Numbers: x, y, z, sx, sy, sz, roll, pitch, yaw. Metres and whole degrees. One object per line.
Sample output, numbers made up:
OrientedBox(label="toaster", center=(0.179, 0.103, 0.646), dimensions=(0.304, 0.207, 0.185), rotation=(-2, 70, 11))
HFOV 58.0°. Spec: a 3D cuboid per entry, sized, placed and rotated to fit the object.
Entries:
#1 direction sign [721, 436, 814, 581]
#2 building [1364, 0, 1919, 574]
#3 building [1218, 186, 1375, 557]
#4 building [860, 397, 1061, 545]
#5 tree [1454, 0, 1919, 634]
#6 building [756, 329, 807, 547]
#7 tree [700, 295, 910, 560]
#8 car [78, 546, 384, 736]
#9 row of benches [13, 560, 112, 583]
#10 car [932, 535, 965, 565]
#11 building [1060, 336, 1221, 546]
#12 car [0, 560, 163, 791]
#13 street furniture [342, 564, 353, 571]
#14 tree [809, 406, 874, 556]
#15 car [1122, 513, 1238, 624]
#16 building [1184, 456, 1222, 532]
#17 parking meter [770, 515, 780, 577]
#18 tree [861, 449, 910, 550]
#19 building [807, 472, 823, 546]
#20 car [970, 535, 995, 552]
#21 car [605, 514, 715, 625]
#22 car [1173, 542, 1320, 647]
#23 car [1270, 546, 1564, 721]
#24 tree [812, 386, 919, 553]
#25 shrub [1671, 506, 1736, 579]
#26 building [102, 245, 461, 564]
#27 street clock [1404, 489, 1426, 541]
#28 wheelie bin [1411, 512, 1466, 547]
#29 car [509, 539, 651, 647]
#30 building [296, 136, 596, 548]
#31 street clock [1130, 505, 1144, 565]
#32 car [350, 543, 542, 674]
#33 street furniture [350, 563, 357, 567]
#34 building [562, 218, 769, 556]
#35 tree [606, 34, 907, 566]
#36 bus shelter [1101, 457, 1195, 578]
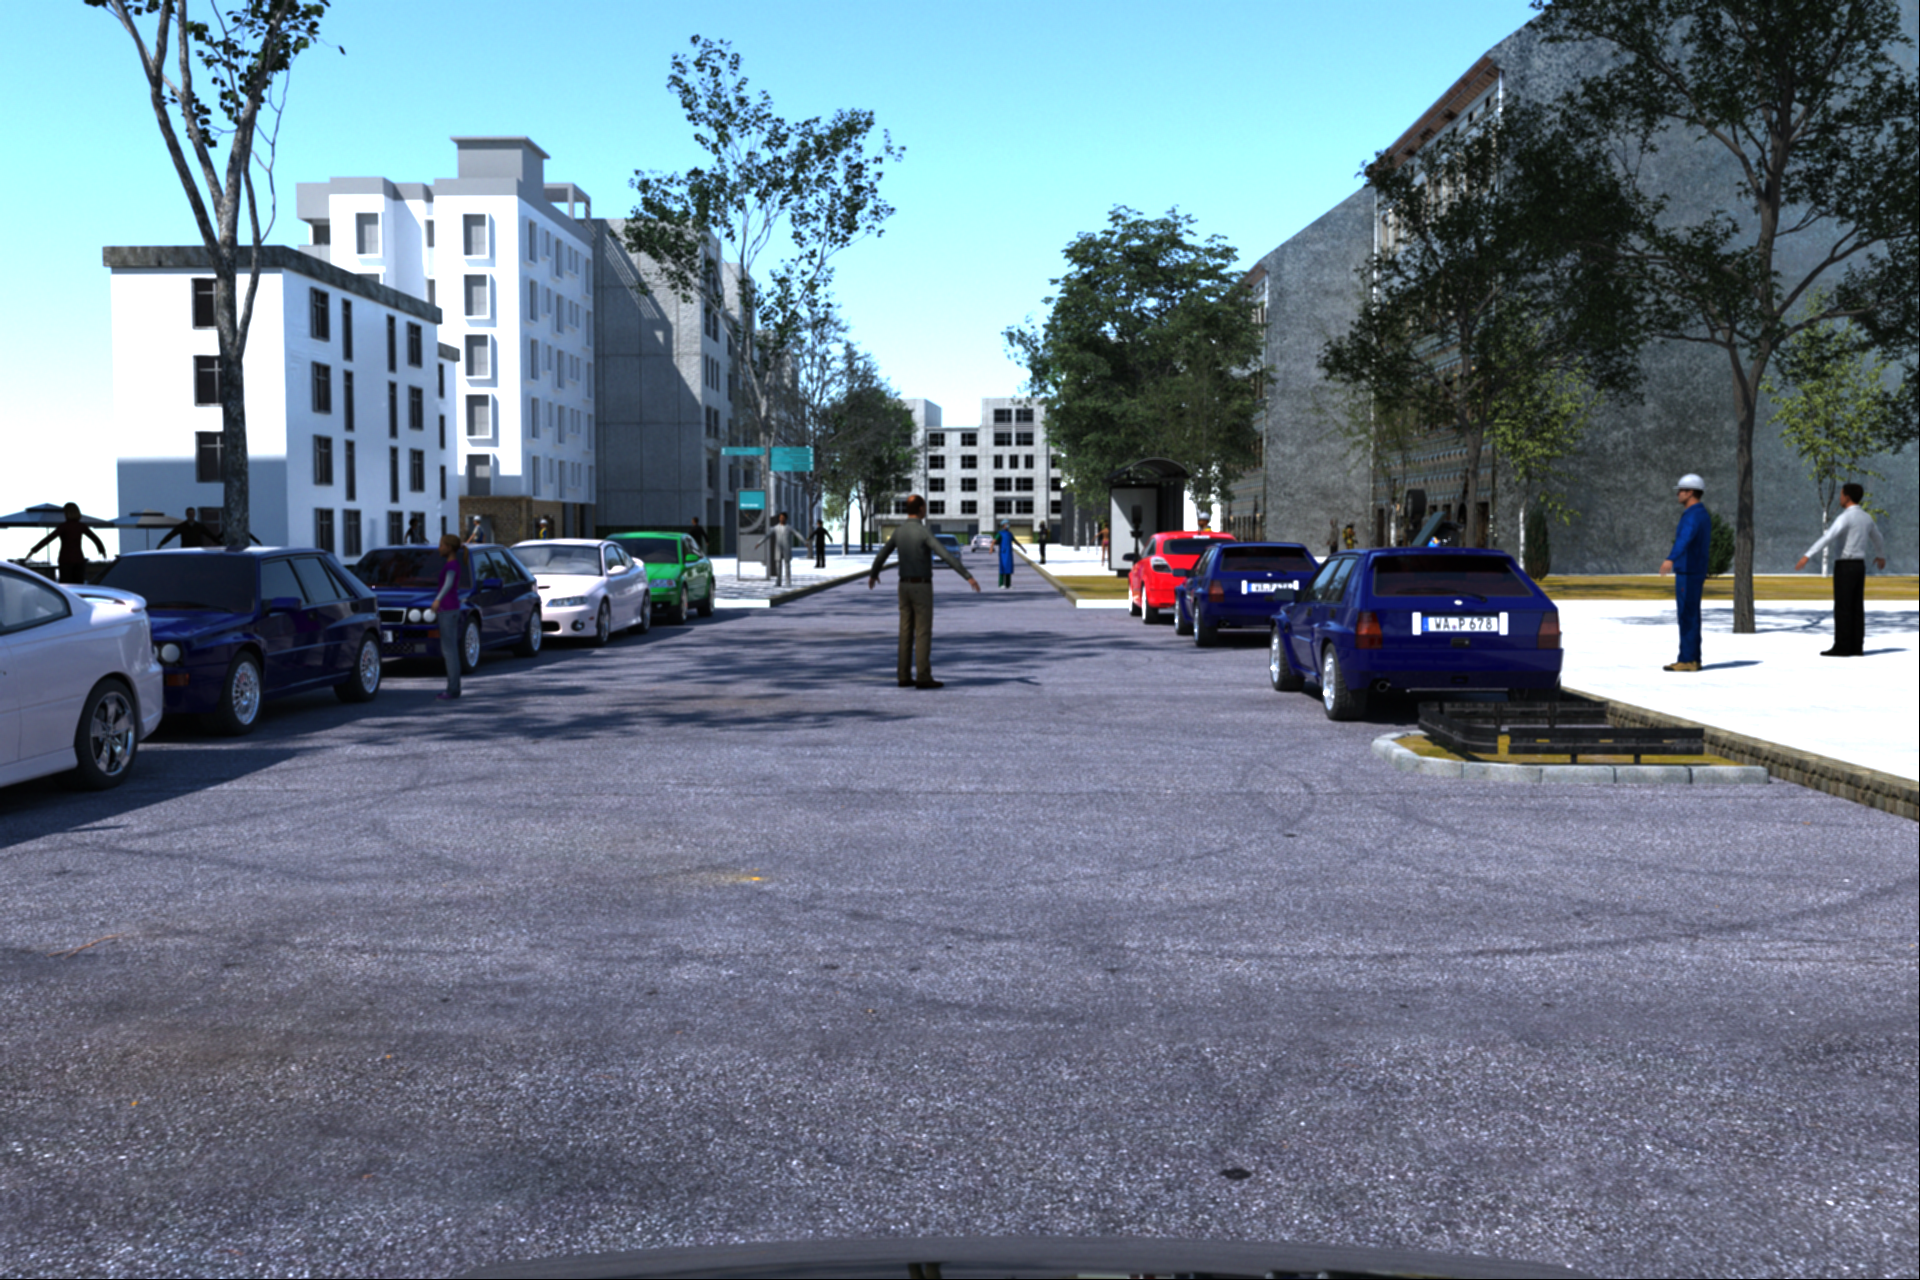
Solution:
OrientedBox(label="direction sign", center=(-5.249, -3.625, 48.024), dimensions=(2.525, 3.948, 1.411), rotation=(0, 4, 2))
OrientedBox(label="building", center=(26.415, -14.216, 63.358), dimensions=(19.493, 23.208, 18.063), rotation=(0, 4, 1))
OrientedBox(label="building", center=(26.344, -16.752, 104.827), dimensions=(19.493, 23.208, 18.063), rotation=(0, 4, 1))
OrientedBox(label="building", center=(3.733, -22.124, 230.645), dimensions=(31.486, 18.905, 16.747), rotation=(0, 4, 7))
OrientedBox(label="tree", center=(9.816, -5.360, 22.048), dimensions=(7.601, 10.594, 8.767), rotation=(-1, 4, -14))
OrientedBox(label="building", center=(-24.474, -18.290, 165.501), dimensions=(16.747, 18.905, 31.486), rotation=(0, 4, 0))
OrientedBox(label="tree", center=(-7.529, -10.840, 87.601), dimensions=(12.009, 13.543, 11.850), rotation=(0, 3, 0))
OrientedBox(label="car", center=(-5.908, -0.057, 13.517), dimensions=(1.945, 1.354, 3.894), rotation=(0, 4, 1))
OrientedBox(label="row of benches", center=(-21.969, -1.562, 41.006), dimensions=(4.104, 0.672, 1.422), rotation=(-1, 4, -15))
OrientedBox(label="car", center=(-0.795, -3.735, 73.074), dimensions=(2.014, 1.417, 4.499), rotation=(0, 4, 1))
OrientedBox(label="building", center=(25.187, -21.452, 194.715), dimensions=(27.936, 21.610, 32.646), rotation=(0, 4, 1))
OrientedBox(label="car", center=(-5.710, 0.241, 8.421), dimensions=(2.083, 1.381, 4.827), rotation=(0, 4, 1))
OrientedBox(label="street furniture", center=(-13.225, -1.531, 40.666), dimensions=(5.734, 0.657, 10.072), rotation=(3, 4, 38))
OrientedBox(label="tree", center=(-6.635, -9.112, 99.336), dimensions=(4.360, 8.622, 3.978), rotation=(0, 3, 0))
OrientedBox(label="car", center=(3.828, -1.217, 28.936), dimensions=(2.155, 1.783, 4.494), rotation=(0, 4, 1))
OrientedBox(label="building", center=(25.016, -13.327, 160.038), dimensions=(9.099, 9.664, 28.070), rotation=(0, 4, 1))
OrientedBox(label="parking meter", center=(-5.639, -2.844, 52.206), dimensions=(0.399, 1.863, 0.255), rotation=(0, 4, 1))
OrientedBox(label="tree", center=(-6.501, -11.531, 138.895), dimensions=(4.360, 8.622, 3.978), rotation=(0, 3, 0))
OrientedBox(label="building", center=(-19.927, -15.508, 195.705), dimensions=(9.099, 9.664, 28.070), rotation=(0, 4, 2))
OrientedBox(label="car", center=(1.869, -7.806, 139.985), dimensions=(2.083, 1.381, 4.827), rotation=(0, 4, 0))
OrientedBox(label="car", center=(-5.202, -1.219, 28.732), dimensions=(1.959, 1.807, 4.718), rotation=(0, 4, 1))
OrientedBox(label="car", center=(3.889, -0.658, 23.337), dimensions=(1.945, 1.354, 3.894), rotation=(0, 4, 1))
OrientedBox(label="car", center=(3.708, -0.125, 14.617), dimensions=(1.945, 1.354, 3.894), rotation=(0, 4, 1))
OrientedBox(label="tree", center=(-6.567, -11.802, 118.722), dimensions=(9.928, 11.665, 9.643), rotation=(0, 3, 0))
OrientedBox(label="shrub", center=(21.198, -2.768, 49.294), dimensions=(1.661, 2.075, 1.752), rotation=(0, 3, 0))
OrientedBox(label="building", center=(-23.767, -7.491, 64.618), dimensions=(9.099, 9.664, 28.070), rotation=(0, 4, 1))
OrientedBox(label="street clock", center=(7.359, -1.434, 28.010), dimensions=(0.358, 2.002, 0.471), rotation=(0, 4, 1))
OrientedBox(label="wheelie bin", center=(6.816, -1.026, 24.686), dimensions=(0.693, 1.594, 0.980), rotation=(0, 4, 2))
OrientedBox(label="car", center=(-5.424, -0.683, 23.528), dimensions=(2.083, 1.381, 4.827), rotation=(0, 4, 1))
OrientedBox(label="building", center=(-25.630, -13.907, 83.803), dimensions=(16.016, 20.090, 11.380), rotation=(0, 4, 2))
OrientedBox(label="street clock", center=(4.417, -2.368, 43.286), dimensions=(0.358, 2.002, 0.471), rotation=(0, 4, 2))
OrientedBox(label="car", center=(-5.813, -0.387, 18.913), dimensions=(1.945, 1.354, 3.894), rotation=(0, 4, 1))
OrientedBox(label="street furniture", center=(-12.618, -2.074, 49.529), dimensions=(10.072, 0.657, 5.734), rotation=(0, 4, -1))
OrientedBox(label="building", center=(-22.731, -15.083, 113.068), dimensions=(16.747, 18.905, 31.486), rotation=(0, 4, 1))
OrientedBox(label="tree", center=(-9.183, -13.017, 68.712), dimensions=(12.611, 20.169, 13.585), rotation=(0, 3, 0))
OrientedBox(label="bus shelter", center=(5.164, -3.329, 48.351), dimensions=(2.014, 3.302, 5.546), rotation=(0, 4, 0))
